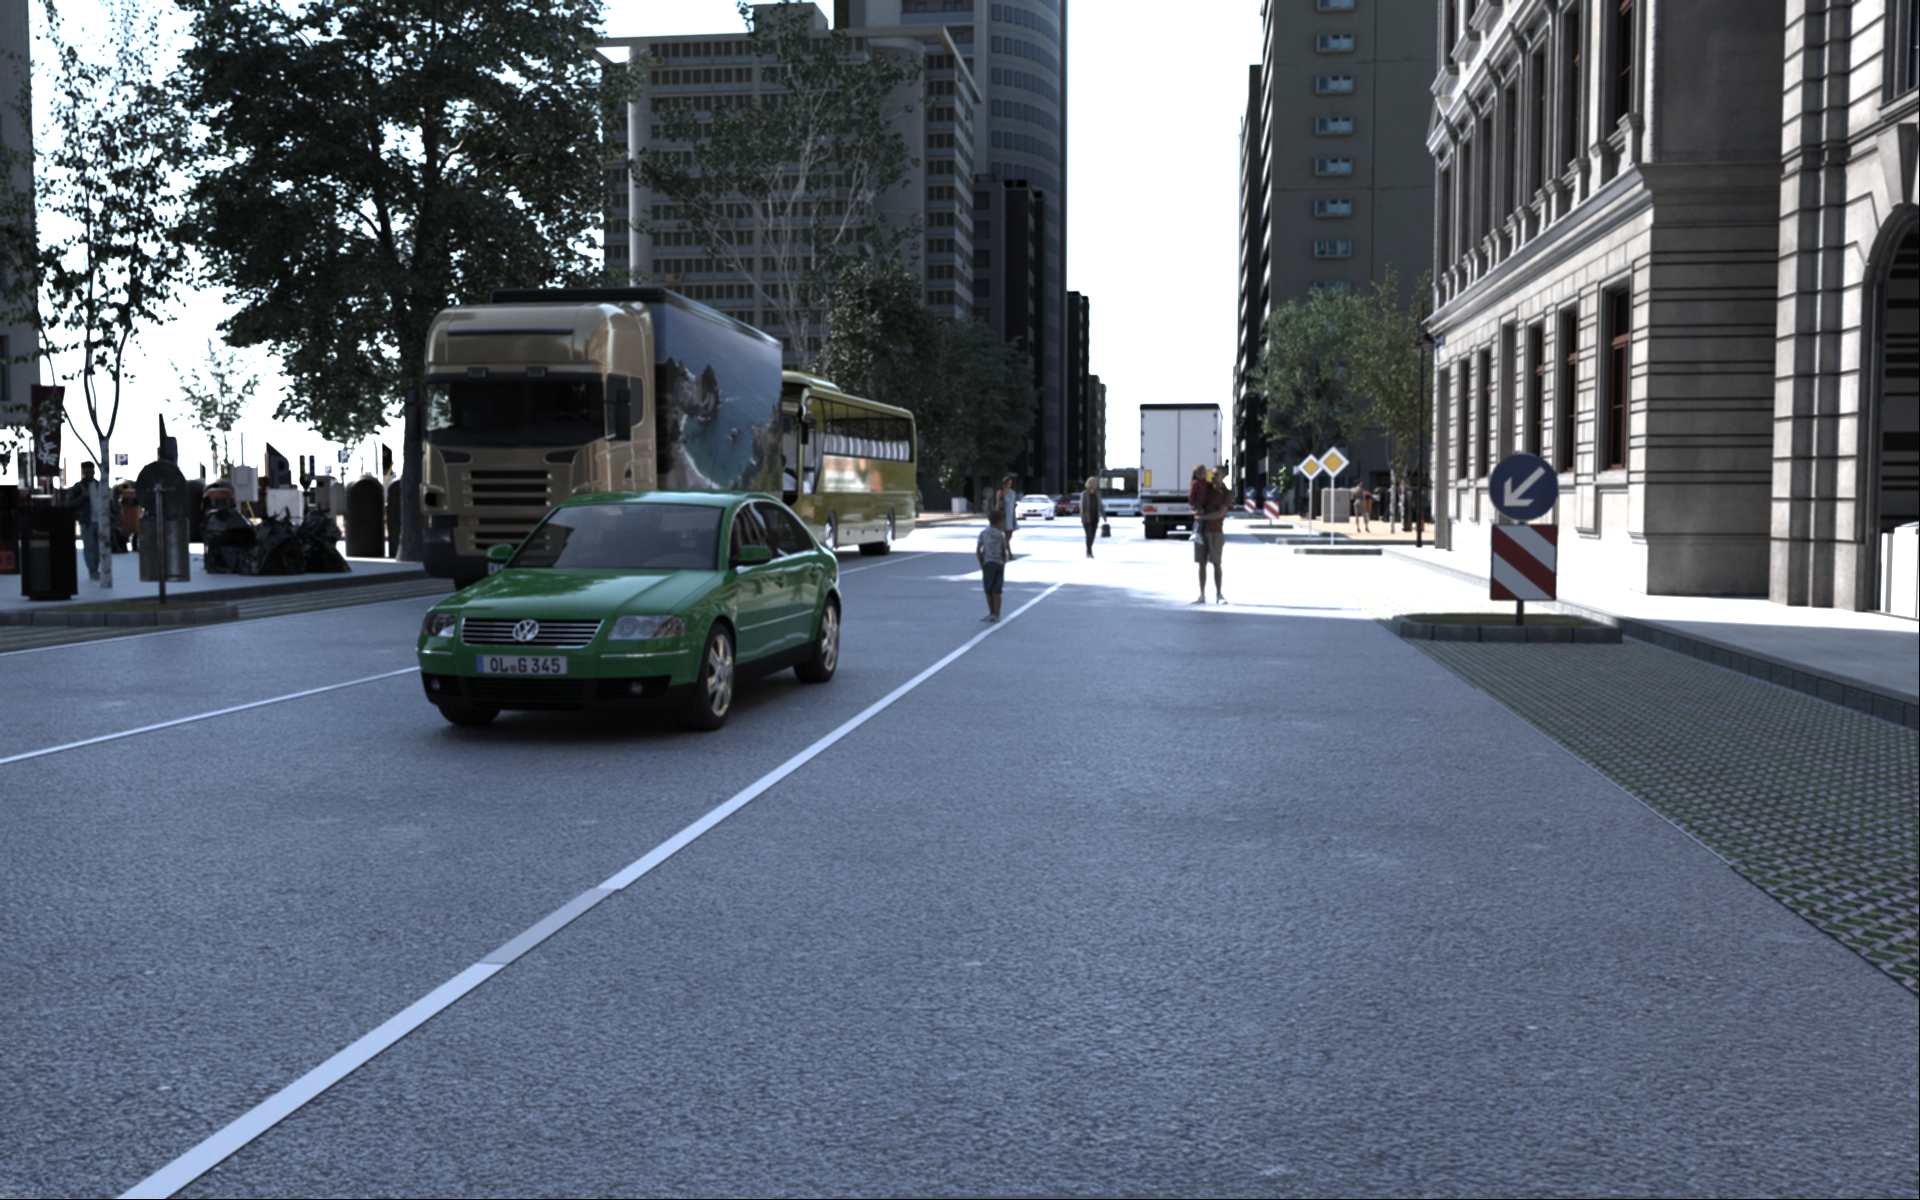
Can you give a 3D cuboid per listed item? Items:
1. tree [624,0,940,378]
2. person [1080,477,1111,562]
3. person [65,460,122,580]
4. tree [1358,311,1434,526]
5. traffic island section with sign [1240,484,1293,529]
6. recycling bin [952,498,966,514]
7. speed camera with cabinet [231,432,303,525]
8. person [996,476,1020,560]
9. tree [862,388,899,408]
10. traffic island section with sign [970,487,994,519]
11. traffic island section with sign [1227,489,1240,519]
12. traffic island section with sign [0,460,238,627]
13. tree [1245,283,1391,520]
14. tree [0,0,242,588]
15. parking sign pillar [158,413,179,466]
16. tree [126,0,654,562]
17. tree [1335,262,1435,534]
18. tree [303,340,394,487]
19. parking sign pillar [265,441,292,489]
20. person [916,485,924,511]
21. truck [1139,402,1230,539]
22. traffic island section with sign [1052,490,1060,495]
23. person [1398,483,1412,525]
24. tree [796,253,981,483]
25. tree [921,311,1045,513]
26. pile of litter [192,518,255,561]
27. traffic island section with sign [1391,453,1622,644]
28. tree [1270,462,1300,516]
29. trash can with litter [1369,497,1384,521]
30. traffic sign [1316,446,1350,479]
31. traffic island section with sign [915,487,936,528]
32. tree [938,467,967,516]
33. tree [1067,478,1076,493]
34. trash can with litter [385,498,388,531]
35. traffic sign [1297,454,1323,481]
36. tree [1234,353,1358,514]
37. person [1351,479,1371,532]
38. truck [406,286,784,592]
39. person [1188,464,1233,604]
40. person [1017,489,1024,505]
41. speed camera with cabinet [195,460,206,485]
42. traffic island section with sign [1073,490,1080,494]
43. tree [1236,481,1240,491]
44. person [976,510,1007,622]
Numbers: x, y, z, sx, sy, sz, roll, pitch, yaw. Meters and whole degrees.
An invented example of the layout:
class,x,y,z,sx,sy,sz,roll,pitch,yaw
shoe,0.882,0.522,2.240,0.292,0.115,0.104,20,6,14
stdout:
class,x,y,z,sx,sy,sz,roll,pitch,yaw
tree,-6.915,-12.763,64.569,12.611,20.169,13.585,0,3,0
person,2.861,-1.729,36.944,0.709,1.800,0.728,-1,4,-21
person,-12.954,-1.189,25.827,0.721,1.781,0.623,1,4,22
tree,17.765,-7.249,68.888,4.360,8.622,3.978,0,3,0
traffic island section with sign,12.793,-3.876,72.002,1.989,1.847,2.006,0,4,8
recycling bin,-0.066,-6.140,112.948,0.722,1.027,0.722,-3,5,-44
speed camera with cabinet,-22.061,-3.720,55.161,2.038,3.252,0.660,0,4,-8
person,0.975,-1.774,37.601,0.616,1.811,0.778,-2,4,-30
tree,-4.844,-9.744,109.674,4.360,8.622,3.978,0,3,0
traffic island section with sign,1.650,-5.654,101.073,1.989,1.847,2.006,0,4,8
traffic island section with sign,16.393,-5.510,98.717,1.989,1.847,2.006,0,4,8
traffic island section with sign,-9.332,-0.666,19.520,1.989,1.847,2.006,0,4,8
tree,17.605,-9.779,85.635,9.928,11.665,9.643,0,3,0
tree,-11.831,-4.483,23.662,4.360,8.622,3.978,0,3,0
parking sign pillar,-26.501,-4.254,58.033,1.447,3.967,1.447,-1,4,-17
tree,-10.398,-7.709,32.703,9.857,13.997,8.962,0,3,0
tree,14.265,-6.455,55.909,4.737,8.622,4.395,0,3,0
tree,-27.544,-7.858,78.835,4.360,8.622,3.978,0,3,0
parking sign pillar,-34.884,-6.134,88.757,1.447,3.967,1.447,2,4,27
person,-2.325,-5.344,93.910,0.782,1.767,0.515,-2,4,-30
truck,7.637,-4.267,58.685,2.839,4.237,11.283,1,4,10
traffic island section with sign,8.386,-8.699,150.864,1.989,1.847,2.006,0,4,8
person,18.442,-4.029,71.898,0.580,1.828,0.573,0,4,-5
tree,-3.785,-10.073,81.703,9.611,12.733,9.660,0,3,0
tree,1.266,-13.043,119.900,9.857,13.997,8.962,0,3,0
pile of litter,-14.090,-1.213,33.801,1.719,0.858,1.176,-1,4,-22
traffic island section with sign,5.441,-0.544,17.525,1.989,1.847,2.006,0,4,8
tree,19.295,-6.671,103.671,1.663,3.219,1.824,0,3,0
trash can with litter,20.139,-4.399,83.315,1.055,1.170,0.624,0,4,-6
traffic sign,9.035,-2.428,41.887,0.795,2.593,0.064,0,4,8
traffic island section with sign,-2.065,-3.965,73.453,1.989,1.847,2.006,0,4,8
tree,-0.351,-6.600,102.509,1.663,3.219,1.824,0,3,0
tree,12.647,-12.769,203.367,1.663,3.219,1.824,0,3,0
trash can with litter,-19.206,-2.940,59.462,1.055,1.170,0.624,-2,4,-26
traffic sign,10.102,-2.912,49.800,0.795,2.593,0.064,0,4,8
tree,21.746,-10.872,112.176,8.767,10.594,7.601,1,4,21
person,13.494,-3.174,58.279,0.599,1.781,0.374,3,5,43
truck,-4.962,-2.257,25.810,2.839,4.237,11.283,0,4,6
person,3.240,-0.870,22.698,0.580,1.828,0.573,-1,4,-16
person,4.196,-6.831,120.455,0.793,1.790,0.793,1,4,15
speed camera with cabinet,-44.222,-6.547,101.381,0.660,3.252,2.038,0,4,5
traffic island section with sign,11.980,-10.333,177.579,1.989,1.847,2.006,0,4,8
tree,33.925,-12.953,206.380,1.663,3.219,1.824,0,3,0
person,0.353,-0.383,19.453,0.332,1.250,0.352,2,4,27
